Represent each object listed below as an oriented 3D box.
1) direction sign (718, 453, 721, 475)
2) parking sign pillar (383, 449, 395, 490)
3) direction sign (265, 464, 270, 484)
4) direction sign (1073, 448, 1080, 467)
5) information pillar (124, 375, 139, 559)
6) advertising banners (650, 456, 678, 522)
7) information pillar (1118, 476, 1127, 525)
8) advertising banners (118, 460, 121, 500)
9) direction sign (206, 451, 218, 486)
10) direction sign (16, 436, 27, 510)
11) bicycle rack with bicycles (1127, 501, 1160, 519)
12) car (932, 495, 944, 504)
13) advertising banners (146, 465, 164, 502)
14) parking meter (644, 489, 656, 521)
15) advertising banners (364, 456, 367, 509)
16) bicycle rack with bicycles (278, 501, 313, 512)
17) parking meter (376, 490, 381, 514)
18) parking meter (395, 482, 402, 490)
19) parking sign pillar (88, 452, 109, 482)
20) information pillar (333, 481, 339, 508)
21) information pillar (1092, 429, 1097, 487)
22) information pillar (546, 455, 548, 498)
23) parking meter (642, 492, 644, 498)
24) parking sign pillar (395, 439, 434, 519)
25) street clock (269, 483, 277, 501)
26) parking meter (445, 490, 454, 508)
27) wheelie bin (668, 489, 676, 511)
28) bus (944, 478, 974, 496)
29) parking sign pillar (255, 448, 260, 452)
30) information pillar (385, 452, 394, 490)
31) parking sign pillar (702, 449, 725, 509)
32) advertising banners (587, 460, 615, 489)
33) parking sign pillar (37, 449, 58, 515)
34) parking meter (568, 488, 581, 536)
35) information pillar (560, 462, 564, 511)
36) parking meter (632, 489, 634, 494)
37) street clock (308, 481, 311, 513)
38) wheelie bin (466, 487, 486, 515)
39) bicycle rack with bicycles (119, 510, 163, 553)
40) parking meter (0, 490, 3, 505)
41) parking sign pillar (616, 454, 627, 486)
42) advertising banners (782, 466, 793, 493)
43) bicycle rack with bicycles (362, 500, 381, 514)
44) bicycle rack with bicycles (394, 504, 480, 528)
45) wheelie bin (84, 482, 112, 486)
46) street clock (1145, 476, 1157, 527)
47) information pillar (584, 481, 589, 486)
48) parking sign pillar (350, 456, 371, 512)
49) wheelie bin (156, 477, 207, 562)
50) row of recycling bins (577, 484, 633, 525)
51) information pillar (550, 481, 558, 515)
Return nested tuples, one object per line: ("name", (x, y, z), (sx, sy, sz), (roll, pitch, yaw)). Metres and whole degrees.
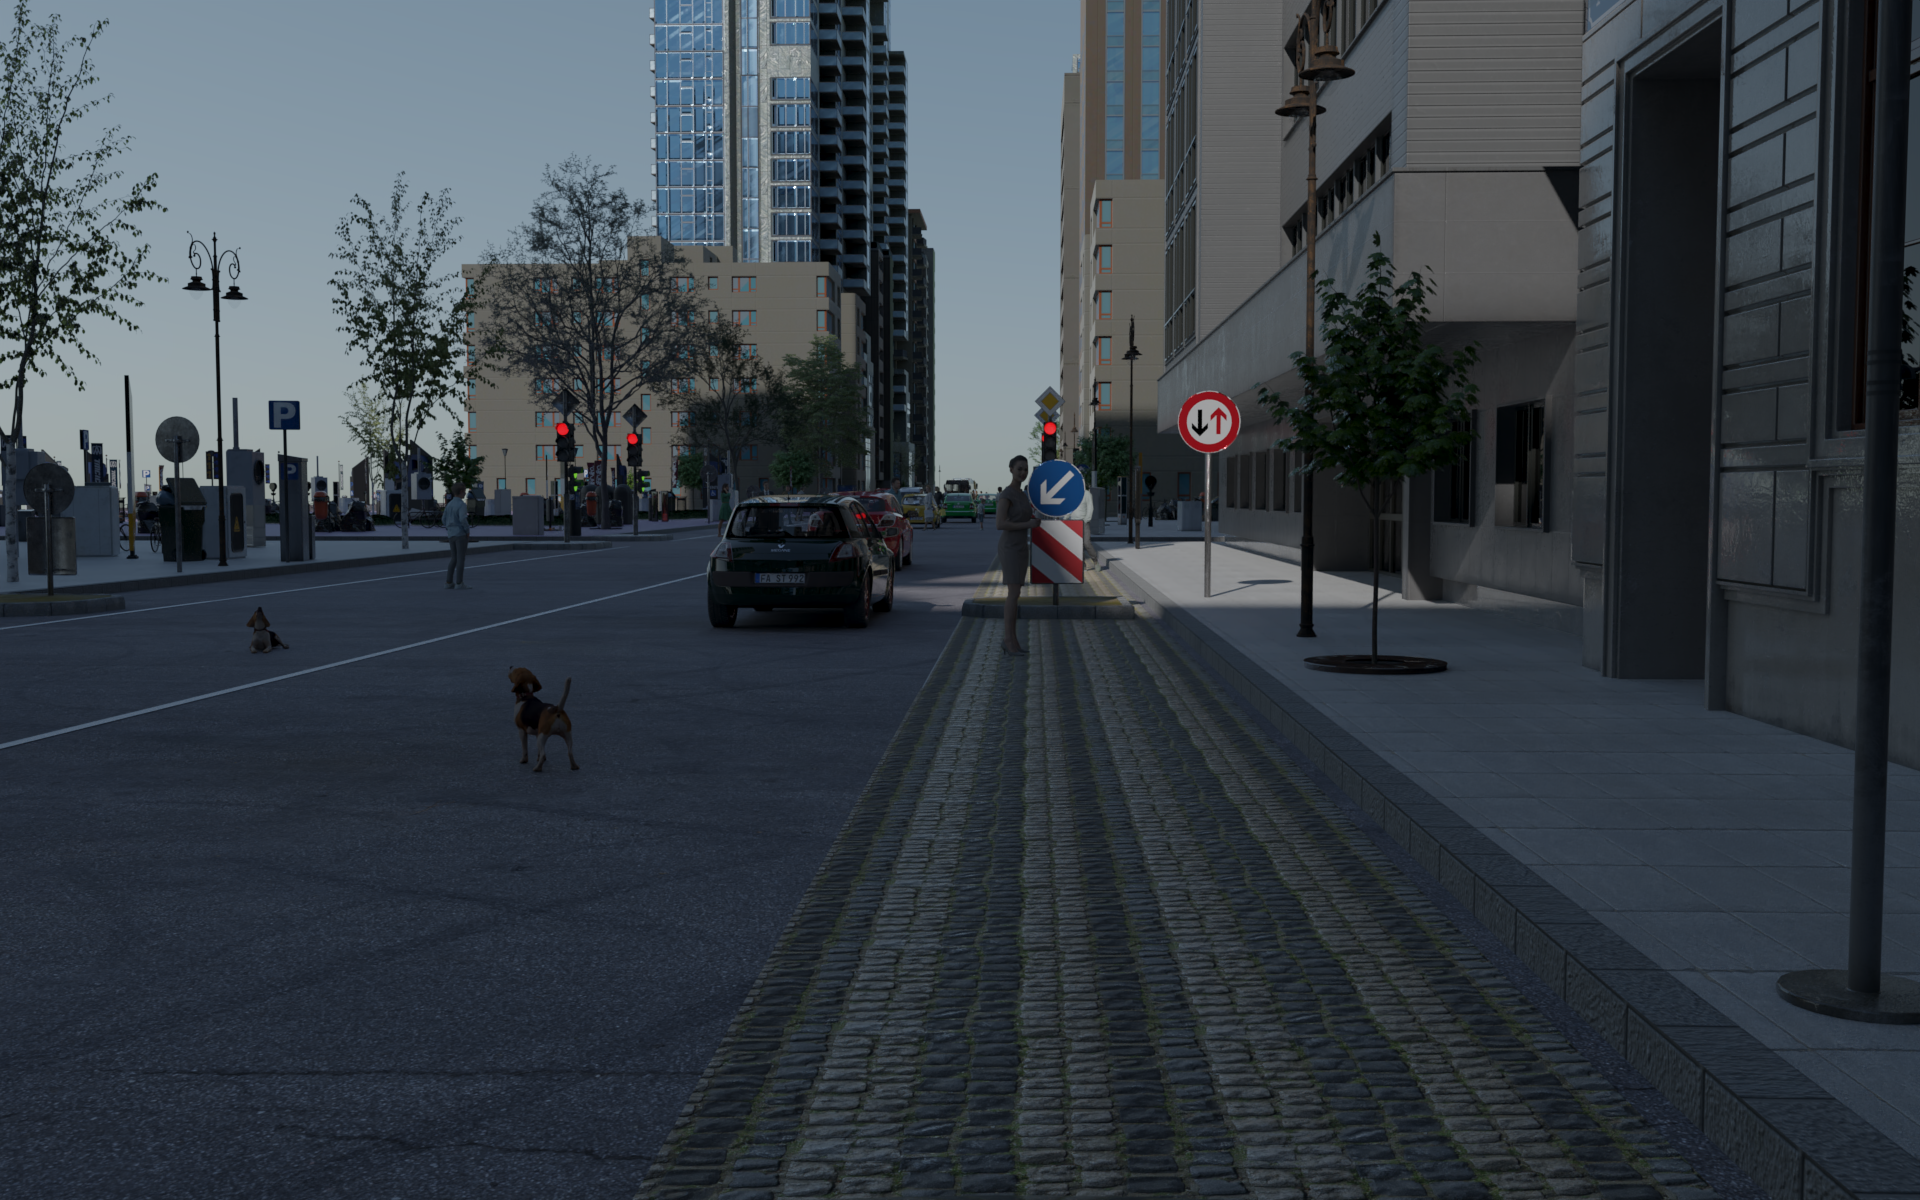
("direction sign", (-13.420, -6.393, 96.528), (0.379, 3.537, 0.876), (0, 4, 0))
("parking sign pillar", (-33.853, -7.049, 103.718), (1.447, 3.967, 1.447), (2, 4, 33))
("direction sign", (-52.375, -8.465, 130.402), (0.876, 3.537, 0.379), (-3, 5, -44))
("direction sign", (5.984, -5.729, 85.668), (0.876, 3.537, 0.379), (-1, 4, -20))
("information pillar", (-16.453, -2.630, 34.351), (0.183, 3.616, 0.504), (-1, 4, -19))
("advertising banners", (-13.683, -5.138, 80.198), (2.074, 3.025, 0.090), (3, 5, 42))
("information pillar", (6.781, -4.147, 72.292), (0.304, 2.012, 0.304), (-1, 4, -21))
("advertising banners", (-42.402, -5.567, 87.207), (0.090, 3.025, 2.074), (-1, 4, -17))
("direction sign", (-39.681, -6.114, 91.957), (0.379, 3.537, 0.876), (1, 4, 19))
("direction sign", (-36.388, -4.582, 66.905), (0.379, 3.537, 0.876), (1, 4, 20))
("bicycle rack with bicycles", (9.124, -4.601, 88.604), (2.852, 0.926, 2.925), (2, 4, 30))
("car", (-2.437, -9.542, 168.586), (1.945, 1.354, 3.894), (0, 4, 3))
("advertising banners", (-48.132, -6.563, 103.492), (0.090, 3.025, 2.074), (1, 4, 9))
("parking meter", (-14.666, -4.535, 82.555), (0.372, 1.533, 0.369), (0, 3, 0))
("advertising banners", (-27.277, -5.093, 79.454), (0.090, 3.025, 2.074), (-1, 4, -16))
("bicycle rack with bicycles", (-47.375, -6.673, 122.491), (2.925, 0.926, 2.852), (0, 4, 0))
("parking meter", (-34.143, -5.715, 101.857), (0.372, 1.533, 0.369), (0, 3, 0))
("parking meter", (-24.845, -4.352, 76.863), (0.399, 1.863, 0.255), (-1, 4, -21))
("parking sign pillar", (-52.897, -7.200, 106.184), (1.447, 3.967, 1.447), (2, 4, 31))
("information pillar", (-36.352, -5.898, 100.924), (0.304, 2.012, 0.304), (-1, 4, -12))
("information pillar", (4.849, -4.352, 62.506), (0.183, 3.616, 0.504), (0, 4, -8))
("information pillar", (-24.648, -6.851, 103.375), (0.183, 3.616, 0.504), (-1, 4, -10))
("parking meter", (-20.262, -6.305, 111.504), (0.372, 1.533, 0.369), (0, 3, 0))
("parking sign pillar", (-26.539, -5.911, 85.110), (1.447, 3.967, 1.447), (1, 4, 23))
("street clock", (-43.629, -6.452, 110.068), (0.471, 2.002, 0.358), (2, 4, 25))
("parking meter", (-18.334, -3.299, 62.348), (0.372, 1.533, 0.369), (0, 3, 0))
("wheelie bin", (-18.511, -6.298, 110.878), (0.693, 1.594, 0.980), (-1, 4, -11))
("bus", (-0.020, -12.057, 191.984), (2.948, 3.499, 13.247), (0, 4, 3))
("parking sign pillar", (-41.602, -6.906, 101.377), (1.447, 3.967, 1.447), (-1, 4, -20))
("information pillar", (-29.992, -6.102, 91.116), (0.504, 3.616, 0.183), (1, 4, 8))
("parking sign pillar", (-14.540, -6.965, 102.343), (1.447, 3.967, 1.447), (0, 4, 8))
("advertising banners", (-19.562, -6.075, 95.510), (2.074, 3.025, 0.090), (0, 4, 6))
("parking sign pillar", (-54.660, -7.056, 103.837), (1.447, 3.967, 1.447), (2, 4, 26))
("parking meter", (-11.760, -2.720, 52.880), (0.372, 1.533, 0.369), (0, 3, 0))
("information pillar", (-21.043, -6.162, 92.099), (0.504, 3.616, 0.183), (2, 4, 35))
("parking meter", (-17.242, -5.087, 91.585), (0.372, 1.533, 0.369), (0, 3, 0))
("street clock", (-37.447, -5.799, 99.381), (0.358, 2.002, 0.471), (3, 4, 38))
("wheelie bin", (-22.235, -4.377, 79.480), (0.693, 1.594, 0.980), (2, 4, 30))
("bicycle rack with bicycles", (-18.047, -1.528, 38.372), (2.852, 0.926, 2.925), (0, 4, -3))
("parking meter", (-55.314, -5.606, 100.069), (0.372, 1.533, 0.369), (0, 3, 0))
("parking sign pillar", (-22.786, -7.843, 116.711), (1.447, 3.967, 1.447), (0, 4, 2))
("advertising banners", (-10.808, -6.867, 108.461), (0.090, 3.025, 2.074), (1, 4, 13))
("bicycle rack with bicycles", (-32.908, -5.140, 97.428), (2.852, 0.926, 2.925), (0, 4, -5))
("bicycle rack with bicycles", (-19.579, -3.196, 65.642), (2.925, 0.926, 2.852), (1, 4, 8))
("wheelie bin", (-22.972, -2.338, 46.136), (0.980, 1.594, 0.693), (-2, 4, -27))
("street clock", (7.462, -3.865, 67.765), (0.471, 2.002, 0.358), (0, 4, 7))
("information pillar", (-20.764, -5.631, 96.562), (0.304, 2.012, 0.304), (1, 4, 15))
("parking sign pillar", (-42.444, -8.195, 122.457), (1.447, 3.967, 1.447), (3, 4, 38))
("wheelie bin", (-14.869, -1.536, 33.022), (0.693, 1.594, 0.980), (2, 4, 25))
("row of recycling bins", (-15.274, -4.056, 73.432), (3.534, 1.692, 1.069), (2, 4, 34))
("information pillar", (-22.265, -5.541, 95.082), (0.304, 2.012, 0.304), (1, 4, 23))
